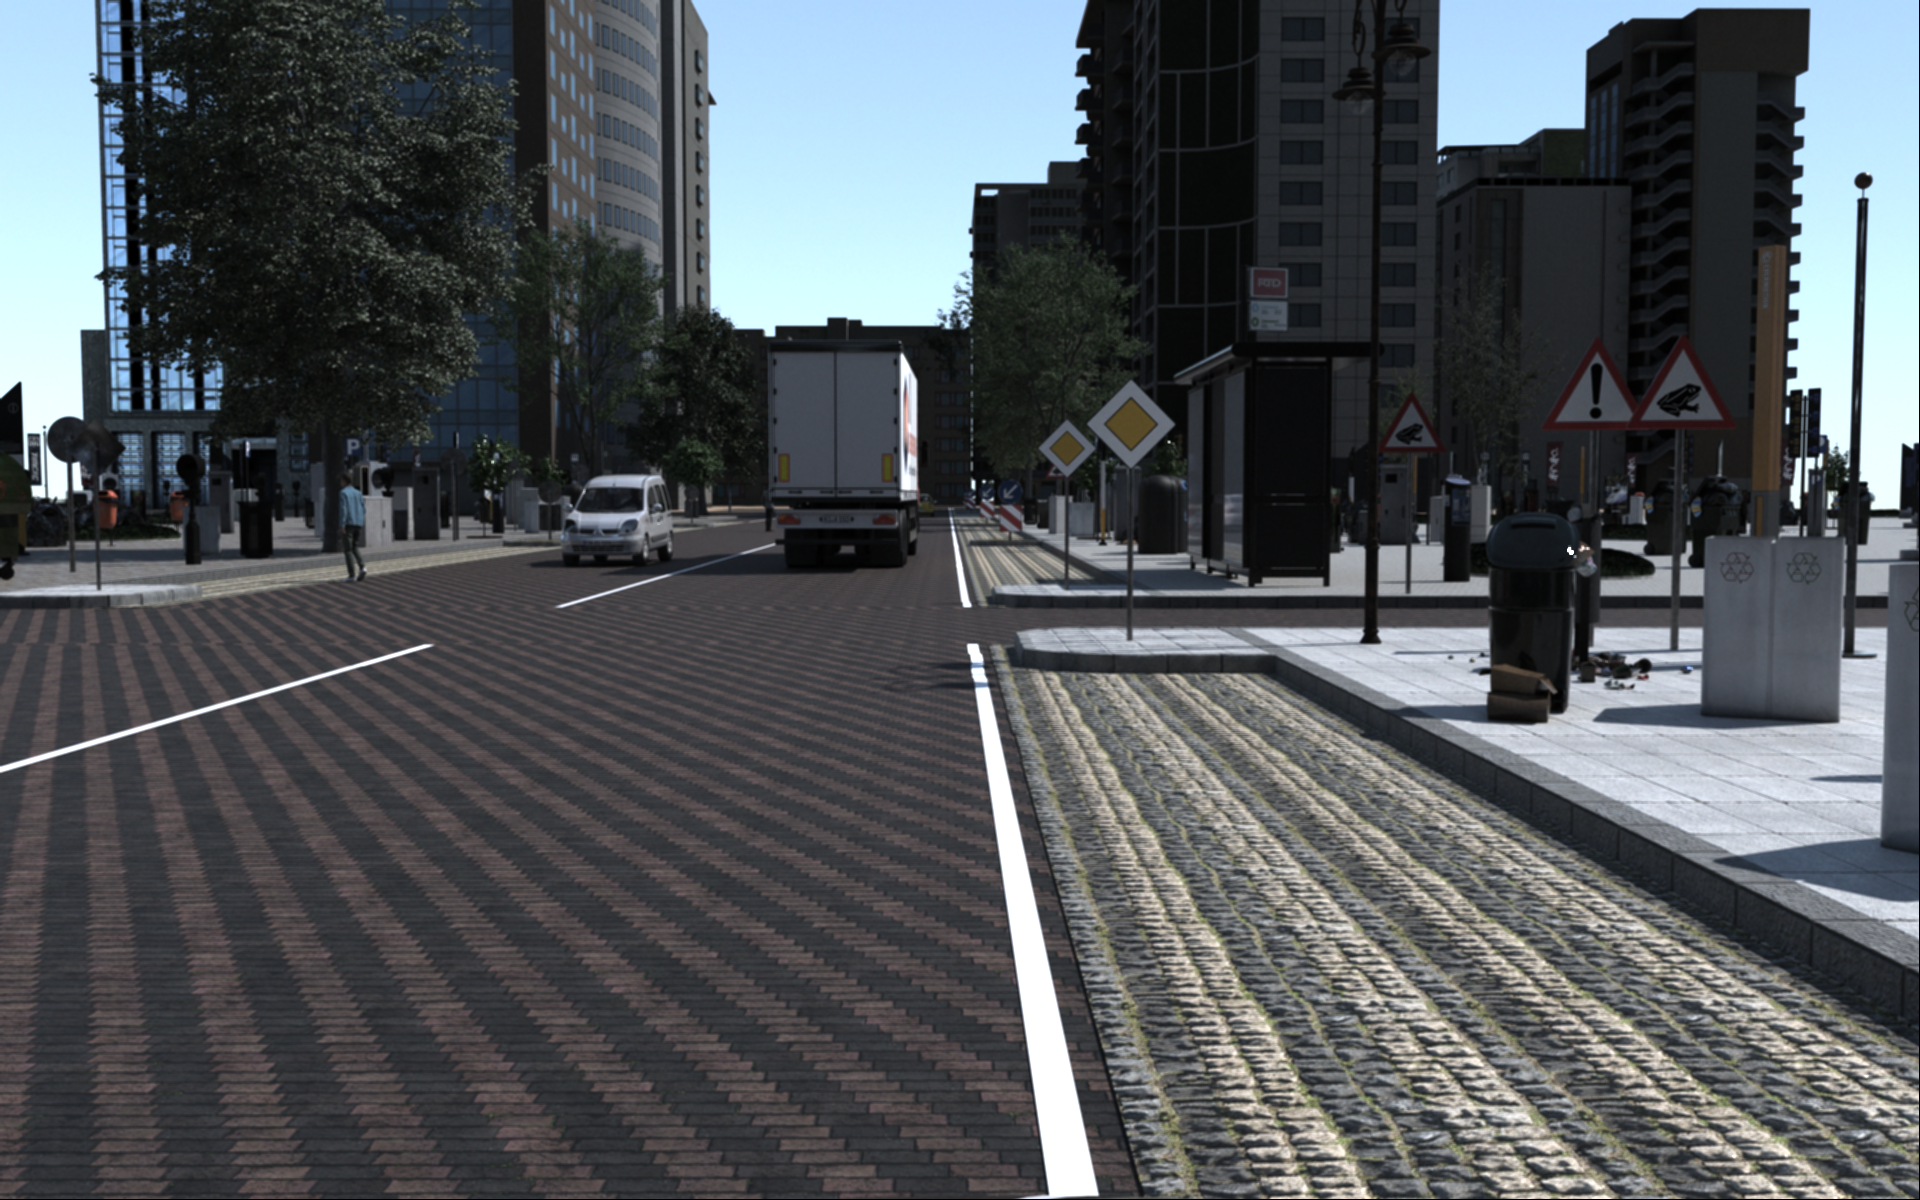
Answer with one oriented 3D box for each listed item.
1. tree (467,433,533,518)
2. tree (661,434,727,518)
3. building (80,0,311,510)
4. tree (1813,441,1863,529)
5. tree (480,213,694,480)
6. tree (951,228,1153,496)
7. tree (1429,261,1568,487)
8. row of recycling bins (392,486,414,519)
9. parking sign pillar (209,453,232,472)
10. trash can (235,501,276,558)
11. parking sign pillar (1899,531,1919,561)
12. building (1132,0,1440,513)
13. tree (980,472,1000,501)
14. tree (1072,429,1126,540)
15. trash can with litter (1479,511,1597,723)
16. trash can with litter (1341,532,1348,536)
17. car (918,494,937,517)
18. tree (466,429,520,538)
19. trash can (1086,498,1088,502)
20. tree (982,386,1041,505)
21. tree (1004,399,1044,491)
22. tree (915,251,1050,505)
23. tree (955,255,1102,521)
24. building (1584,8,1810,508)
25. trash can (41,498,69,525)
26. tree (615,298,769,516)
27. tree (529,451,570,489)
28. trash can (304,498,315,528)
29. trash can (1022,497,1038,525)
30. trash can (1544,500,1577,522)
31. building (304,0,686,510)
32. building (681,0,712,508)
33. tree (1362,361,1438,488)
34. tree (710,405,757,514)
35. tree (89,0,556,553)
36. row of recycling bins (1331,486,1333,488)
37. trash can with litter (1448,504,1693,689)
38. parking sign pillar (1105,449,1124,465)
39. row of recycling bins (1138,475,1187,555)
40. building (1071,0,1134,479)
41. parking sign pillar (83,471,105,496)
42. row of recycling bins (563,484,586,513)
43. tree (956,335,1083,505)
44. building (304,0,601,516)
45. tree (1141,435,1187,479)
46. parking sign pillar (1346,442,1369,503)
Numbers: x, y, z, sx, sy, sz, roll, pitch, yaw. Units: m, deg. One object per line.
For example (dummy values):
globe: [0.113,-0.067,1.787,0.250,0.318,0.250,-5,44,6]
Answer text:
tree: [-24.760,-6.688,93.059,4.285,4.588,4.351,0,3,0]
tree: [-14.140,-6.654,92.514,4.285,4.588,4.351,0,3,0]
building: [-60.685,-51.347,152.187,31.000,86.520,22.319,0,4,0]
tree: [32.187,-4.211,63.445,1.663,3.219,1.824,0,3,0]
tree: [-14.181,-8.561,65.721,9.928,11.665,9.643,0,3,0]
tree: [3.809,-8.782,69.343,9.928,11.665,9.643,0,3,0]
tree: [16.556,-6.371,54.528,4.360,8.622,3.978,0,3,0]
row of recycling bins: [-29.080,-5.079,90.158,1.069,1.692,3.534,-3,4,-38]
parking sign pillar: [-40.344,-6.486,94.519,1.447,3.967,1.447,2,4,26]
trash can: [-14.088,-1.408,34.668,0.748,1.137,0.748,0,3,0]
parking sign pillar: [19.067,-2.756,33.526,1.447,3.967,1.447,0,4,7]
building: [21.723,-42.040,125.607,20.563,71.187,20.611,0,4,0]
tree: [2.407,-9.527,150.365,1.663,3.219,1.824,0,3,0]
tree: [3.725,-3.338,49.176,1.663,3.219,1.824,0,3,0]
trash can with litter: [3.368,0.079,10.093,0.624,1.170,1.055,1,4,21]
trash can with litter: [11.090,-2.588,53.366,2.233,1.210,1.678,0,4,5]
car: [-2.469,-6.086,109.724,2.015,1.641,3.980,0,4,0]
tree: [-13.934,-3.415,50.437,1.663,3.219,1.824,0,3,0]
trash can: [5.077,-3.268,65.078,0.748,1.137,0.748,0,3,0]
tree: [3.384,-9.691,108.809,4.737,8.622,4.395,0,3,0]
tree: [4.186,-10.458,121.358,4.360,8.622,3.978,0,3,0]
tree: [2.547,-17.261,138.102,12.611,20.169,13.585,0,3,0]
tree: [3.480,-10.035,82.194,7.486,12.596,7.792,0,3,0]
building: [66.547,-31.102,158.627,14.200,45.320,14.600,0,4,0]
trash can: [-26.228,-2.369,50.385,0.748,1.137,0.748,0,3,0]
tree: [-15.275,-11.284,101.509,9.611,12.733,9.660,0,3,0]
tree: [-18.297,-5.037,76.961,1.663,3.219,1.824,0,3,0]
trash can: [-24.203,-3.256,64.893,0.748,1.137,0.748,0,3,0]
trash can: [2.971,-3.726,72.568,0.748,1.137,0.748,0,3,0]
trash can: [14.369,-1.826,41.505,0.748,1.137,0.748,0,3,0]
building: [-32.902,-35.754,126.578,21.231,58.520,28.212,0,4,0]
building: [-34.358,-32.499,155.062,21.600,48.544,21.300,0,4,0]
tree: [24.549,-8.910,96.048,4.737,8.622,4.395,0,3,0]
tree: [-15.108,-9.978,113.508,4.737,8.622,4.395,0,3,0]
tree: [-13.612,-8.000,37.454,9.857,13.997,8.962,0,3,0]
row of recycling bins: [17.115,-4.678,83.593,1.069,1.692,3.534,-1,4,-12]
trash can with litter: [4.394,-0.085,12.449,1.678,1.210,2.233,1,4,15]
parking sign pillar: [8.132,-6.151,89.049,1.447,3.967,1.447,-1,4,-9]
row of recycling bins: [4.826,-1.906,38.277,1.069,1.692,3.534,2,4,28]
building: [21.449,-30.366,151.104,22.147,44.769,28.867,0,4,0]
parking sign pillar: [-48.521,-6.641,97.046,1.447,3.967,1.447,2,4,24]
row of recycling bins: [-14.821,-3.857,70.173,1.069,1.692,3.534,1,4,21]
tree: [3.352,-9.719,93.313,7.601,10.594,8.767,0,4,-2]
building: [-30.412,-27.846,105.392,14.600,45.320,14.200,0,4,0]
tree: [6.493,-3.716,55.362,1.663,3.219,1.824,0,3,0]
parking sign pillar: [20.445,-6.128,88.670,1.447,3.967,1.447,3,5,40]
